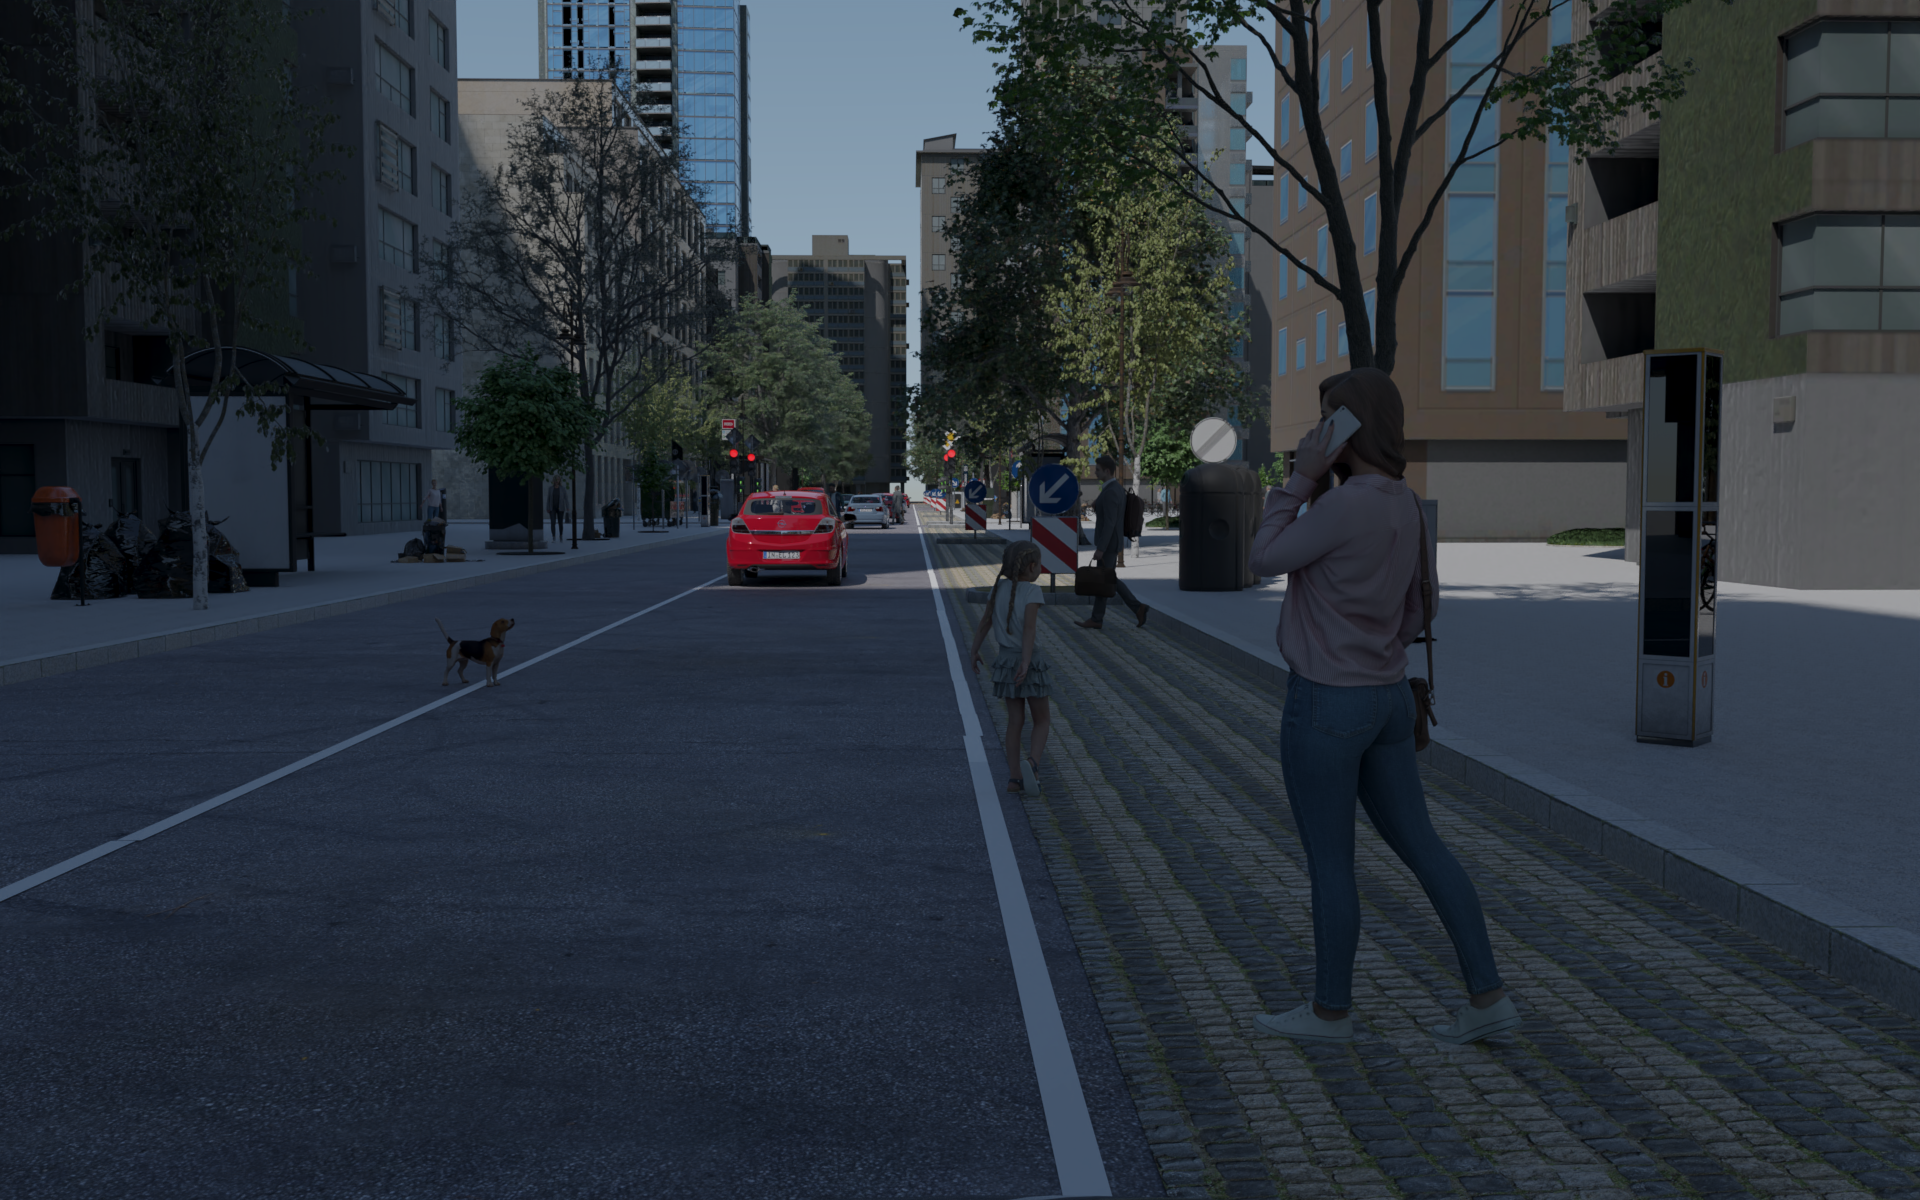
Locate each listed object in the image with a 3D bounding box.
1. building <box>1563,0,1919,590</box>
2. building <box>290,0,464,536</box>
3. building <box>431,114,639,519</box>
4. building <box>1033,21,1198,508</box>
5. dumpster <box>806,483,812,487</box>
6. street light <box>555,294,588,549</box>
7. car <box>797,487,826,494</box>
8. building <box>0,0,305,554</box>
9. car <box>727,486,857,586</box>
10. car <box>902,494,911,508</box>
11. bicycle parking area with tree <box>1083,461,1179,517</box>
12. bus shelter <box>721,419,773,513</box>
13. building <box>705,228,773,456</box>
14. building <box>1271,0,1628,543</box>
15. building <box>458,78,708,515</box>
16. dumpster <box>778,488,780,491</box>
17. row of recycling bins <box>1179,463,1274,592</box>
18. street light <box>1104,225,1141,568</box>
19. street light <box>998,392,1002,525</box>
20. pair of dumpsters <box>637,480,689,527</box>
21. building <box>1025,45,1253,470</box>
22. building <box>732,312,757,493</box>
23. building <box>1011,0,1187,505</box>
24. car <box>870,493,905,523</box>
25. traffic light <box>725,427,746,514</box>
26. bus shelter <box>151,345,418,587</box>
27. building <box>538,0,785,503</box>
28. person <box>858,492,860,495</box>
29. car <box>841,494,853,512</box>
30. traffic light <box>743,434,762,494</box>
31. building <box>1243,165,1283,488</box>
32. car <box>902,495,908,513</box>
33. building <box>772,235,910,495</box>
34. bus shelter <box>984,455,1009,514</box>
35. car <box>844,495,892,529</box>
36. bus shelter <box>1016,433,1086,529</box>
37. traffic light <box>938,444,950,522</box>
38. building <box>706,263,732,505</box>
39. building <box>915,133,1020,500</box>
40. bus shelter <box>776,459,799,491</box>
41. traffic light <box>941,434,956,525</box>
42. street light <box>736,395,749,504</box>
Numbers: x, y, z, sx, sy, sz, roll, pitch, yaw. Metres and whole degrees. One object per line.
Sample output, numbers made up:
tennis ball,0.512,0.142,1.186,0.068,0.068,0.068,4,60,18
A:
building,18.050,-15.752,29.248,14.160,30.474,14.107,0,4,-2
building,-24.701,-22.853,57.241,14.086,41.232,14.154,0,4,-2
building,-24.358,-14.747,95.862,10.420,20.320,16.860,0,4,-2
building,14.451,-31.556,166.048,14.600,45.320,14.200,0,4,-2
dumpster,-12.735,-8.600,143.102,1.502,2.255,1.985,0,4,-2
street light,-8.990,-4.125,40.229,0.468,5.910,1.993,0,4,-2
car,-8.330,-5.389,96.780,2.281,1.827,5.304,0,4,-2
building,-24.397,-16.335,38.780,14.160,30.474,14.107,0,4,-2
car,-2.787,-1.191,28.518,2.155,1.783,4.494,0,4,-2
car,-6.066,-10.357,178.379,2.155,1.783,4.494,0,4,-2
bicycle parking area with tree,10.400,-7.035,102.024,9.016,4.147,8.231,3,5,44
bus shelter,-11.689,-7.179,95.002,2.179,5.291,8.768,0,4,-2
building,-28.346,-25.728,192.351,14.160,30.474,14.107,0,4,-2
building,17.682,-24.513,50.905,14.600,45.320,14.200,0,4,-2
building,-29.358,-19.357,121.001,19.350,26.468,34.151,0,4,-2
dumpster,-12.351,-6.544,112.761,1.264,1.857,1.865,0,4,-2
row of recycling bins,3.716,-1.055,24.359,1.069,1.692,3.534,1,4,14
street light,2.806,-3.503,30.064,0.468,5.910,1.993,0,4,-2
street light,1.663,-6.069,72.022,0.468,5.910,1.993,0,4,-2
pair of dumpsters,-11.845,-4.071,69.050,1.574,2.255,4.437,0,4,-1
building,18.658,-34.789,188.406,23.786,49.044,30.456,0,4,-2
building,-35.060,-19.878,170.051,27.650,21.520,28.899,0,4,-2
building,16.010,-47.394,213.150,20.563,71.187,20.611,0,4,-2
car,-3.817,-4.707,86.003,2.155,1.783,4.494,0,4,-1
traffic light,-9.440,-5.123,72.684,0.839,4.253,0.868,0,4,-2
bus shelter,-10.021,-1.980,26.301,2.014,3.302,5.546,0,4,-1
building,-37.560,-54.882,209.988,31.000,86.520,22.319,0,4,-2
person,-11.771,-11.853,203.014,0.721,1.735,1.217,-1,4,-9
car,-8.296,-7.073,125.436,2.009,1.686,4.222,0,4,-1
traffic light,-9.668,-5.611,80.665,0.839,4.253,0.868,0,4,-2
building,36.860,-32.660,217.582,14.086,41.232,14.154,0,4,-2
car,-4.928,-7.261,130.719,2.014,1.417,4.499,0,4,0
building,-19.660,-34.903,262.540,23.993,40.220,32.217,0,4,-2
bus shelter,2.121,-7.066,106.816,1.731,3.624,6.357,0,4,-2
car,-3.845,-3.666,71.942,2.014,1.417,4.499,0,4,-1
bus shelter,3.097,-4.055,60.225,2.014,3.302,5.546,0,4,-2
traffic light,-0.611,-5.628,80.939,0.839,4.253,0.868,0,4,-2
building,-26.248,-19.368,146.352,12.332,23.373,15.834,0,4,-2
building,7.094,-41.104,261.288,27.495,52.752,28.713,0,4,-2
bus shelter,-11.698,-7.767,118.267,1.731,3.624,6.357,0,4,-1
traffic light,-0.383,-5.140,72.957,0.839,4.253,0.868,0,4,-2
street light,-10.121,-6.612,80.897,0.468,5.910,1.993,0,4,-2
